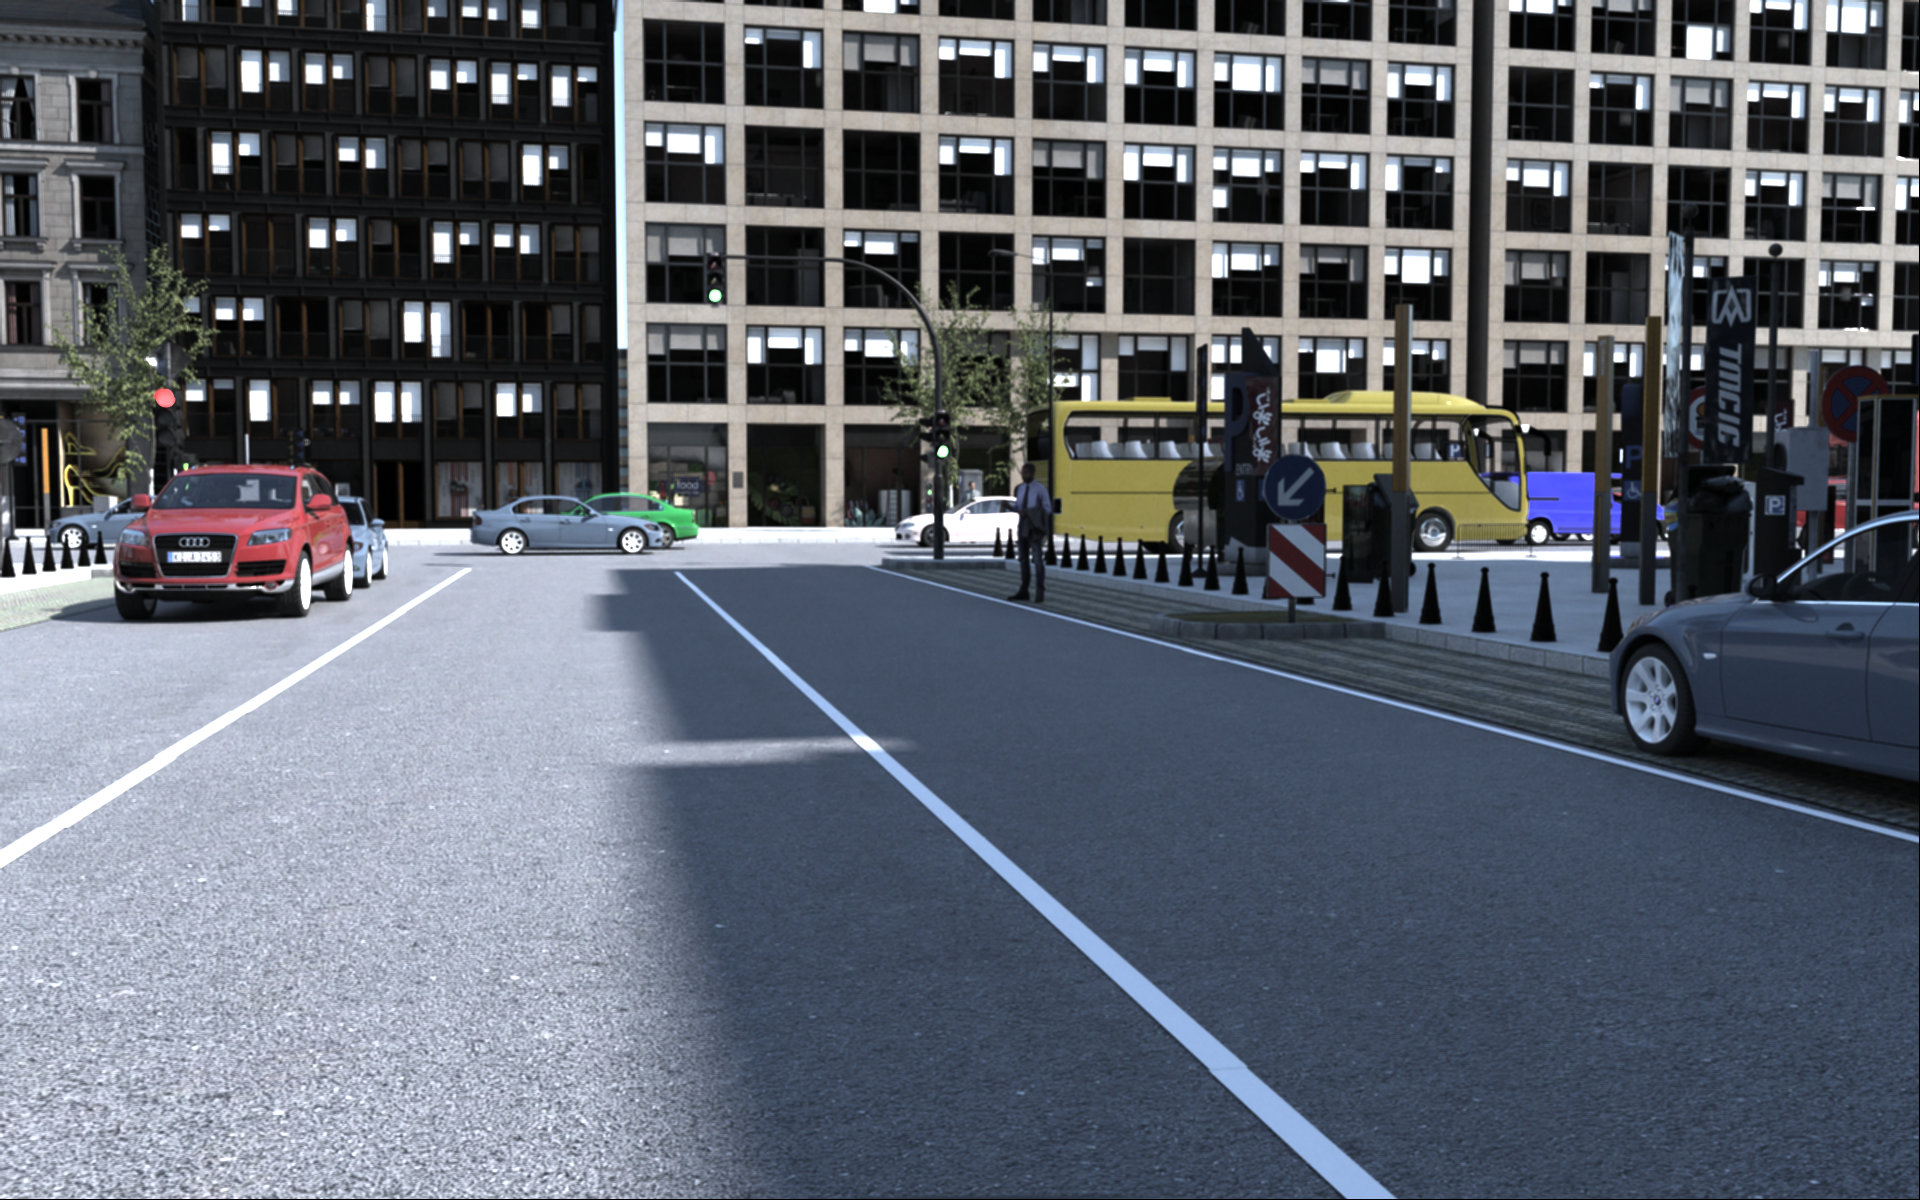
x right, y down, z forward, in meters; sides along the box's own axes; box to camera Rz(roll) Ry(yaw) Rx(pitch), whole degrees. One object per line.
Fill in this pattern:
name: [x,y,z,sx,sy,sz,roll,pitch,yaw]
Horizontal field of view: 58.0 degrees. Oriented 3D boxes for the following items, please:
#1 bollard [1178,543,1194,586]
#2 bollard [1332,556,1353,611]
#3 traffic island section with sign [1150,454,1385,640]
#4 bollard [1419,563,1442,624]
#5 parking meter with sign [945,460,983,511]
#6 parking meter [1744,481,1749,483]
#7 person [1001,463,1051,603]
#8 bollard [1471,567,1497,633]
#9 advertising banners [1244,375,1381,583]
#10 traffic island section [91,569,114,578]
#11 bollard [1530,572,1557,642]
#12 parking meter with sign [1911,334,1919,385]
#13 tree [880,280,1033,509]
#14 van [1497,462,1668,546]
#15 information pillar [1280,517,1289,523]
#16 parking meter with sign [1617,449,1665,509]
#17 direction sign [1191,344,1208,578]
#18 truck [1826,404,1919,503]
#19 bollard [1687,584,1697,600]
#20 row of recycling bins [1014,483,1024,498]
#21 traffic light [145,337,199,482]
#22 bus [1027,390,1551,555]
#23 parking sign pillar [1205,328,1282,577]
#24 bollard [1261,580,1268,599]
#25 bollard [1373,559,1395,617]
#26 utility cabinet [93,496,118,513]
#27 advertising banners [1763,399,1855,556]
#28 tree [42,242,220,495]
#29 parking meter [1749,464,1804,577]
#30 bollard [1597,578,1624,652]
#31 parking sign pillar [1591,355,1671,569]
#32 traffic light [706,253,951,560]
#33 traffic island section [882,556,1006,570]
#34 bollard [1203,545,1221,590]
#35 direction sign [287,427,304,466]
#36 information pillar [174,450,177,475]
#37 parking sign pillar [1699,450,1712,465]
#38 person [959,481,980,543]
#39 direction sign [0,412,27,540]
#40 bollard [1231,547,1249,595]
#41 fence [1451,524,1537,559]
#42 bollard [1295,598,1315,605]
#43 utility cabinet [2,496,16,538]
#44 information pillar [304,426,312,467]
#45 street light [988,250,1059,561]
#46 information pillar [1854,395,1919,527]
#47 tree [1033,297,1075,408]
bollard: [3.156,-0.498,24.184,0.229,0.601,0.229,0,3,0]
bollard: [4.234,-0.191,19.159,0.229,0.601,0.229,0,3,0]
traffic island section with sign: [3.053,-0.566,17.877,1.989,1.847,2.006,-1,4,-12]
bollard: [4.665,-0.068,17.152,0.229,0.601,0.229,0,3,0]
parking meter with sign: [0.343,-3.508,53.624,1.738,3.016,0.543,-1,4,-21]
parking meter: [15.540,-1.565,34.002,0.372,1.533,0.369,0,3,0]
person: [0.839,-0.888,22.882,0.599,1.838,0.709,-3,5,-44]
bollard: [4.883,-0.005,16.129,0.229,0.601,0.229,0,3,0]
advertising banners: [5.113,-1.779,25.267,2.074,3.025,0.090,2,4,31]
traffic island section: [-14.139,-0.539,31.098,2.009,0.180,2.903,-1,4,-12]
bollard: [5.099,0.056,15.119,0.229,0.601,0.229,0,3,0]
parking meter with sign: [10.801,-1.339,18.146,0.543,3.016,1.738,-1,4,-12]
tree: [-0.531,-6.631,58.771,4.737,8.622,4.395,0,3,0]
van: [17.273,-2.712,48.726,5.245,2.365,2.240,-1,4,-13]
information pillar: [6.492,-1.824,34.315,0.304,2.012,0.304,3,5,44]
parking meter with sign: [26.050,-4.274,66.142,1.738,3.016,0.543,3,5,45]
direction sign: [3.702,-2.116,26.586,0.379,3.537,0.876,0,4,-1]
truck: [31.868,-4.030,54.806,11.283,4.237,2.839,-1,4,-10]
bollard: [5.532,0.180,13.099,0.229,0.601,0.229,0,3,0]
row of recycling bins: [3.515,-3.334,61.628,3.534,1.692,1.069,-2,4,-26]
traffic light: [-14.097,-2.572,30.972,0.839,4.253,0.868,-1,4,-12]
bus: [7.814,-3.053,41.470,12.252,3.916,2.896,-1,4,-11]
parking sign pillar: [4.641,-2.386,27.476,1.447,3.967,1.447,-1,4,-13]
bollard: [3.803,-0.314,21.171,0.229,0.601,0.229,0,3,0]
bollard: [4.448,-0.129,18.155,0.229,0.601,0.229,0,3,0]
utility cabinet: [-27.109,-2.680,54.973,1.020,1.237,0.306,3,4,37]
advertising banners: [15.828,-2.175,31.756,2.074,3.025,0.090,1,4,22]
tree: [-23.674,-6.092,49.959,4.737,8.622,4.395,0,3,0]
parking meter: [6.960,-0.387,14.737,0.372,1.533,0.369,0,3,0]
bollard: [5.318,0.118,14.115,0.229,0.601,0.229,0,3,0]
parking sign pillar: [11.839,-2.556,30.270,1.447,3.967,1.447,2,4,25]
traffic light: [-2.475,-3.588,33.325,4.771,5.953,1.251,-1,4,-12]
traffic island section: [-0.407,-0.718,34.024,2.009,0.180,2.903,-1,4,-12]
bollard: [3.374,-0.437,23.179,0.229,0.601,0.229,0,3,0]
direction sign: [-22.642,-4.104,59.101,0.876,3.537,0.379,2,4,34]
information pillar: [-24.135,-3.778,53.127,0.183,3.616,0.504,0,4,-6]
parking sign pillar: [28.981,-4.823,67.336,1.447,3.967,1.447,1,4,22]
person: [0.304,-2.569,50.596,0.635,1.810,0.391,-1,4,-14]
direction sign: [-26.297,-3.422,47.953,0.379,3.537,0.876,3,5,45]
bollard: [3.592,-0.375,22.176,0.229,0.601,0.229,0,3,0]
fence: [10.751,-1.187,34.784,2.069,0.683,0.278,-2,4,-27]
bollard: [4.021,-0.252,20.164,0.229,0.601,0.229,0,3,0]
utility cabinet: [-28.272,-2.419,50.719,1.020,1.237,0.306,-3,5,-43]
information pillar: [-22.608,-4.185,59.777,0.504,3.616,0.183,-2,4,-27]
street light: [1.217,-3.709,33.187,1.470,5.913,1.316,-1,4,-12]
information pillar: [6.917,-0.519,12.975,0.304,2.012,0.304,0,4,3]
tree: [2.474,-7.010,64.972,4.737,8.622,4.395,0,3,0]
